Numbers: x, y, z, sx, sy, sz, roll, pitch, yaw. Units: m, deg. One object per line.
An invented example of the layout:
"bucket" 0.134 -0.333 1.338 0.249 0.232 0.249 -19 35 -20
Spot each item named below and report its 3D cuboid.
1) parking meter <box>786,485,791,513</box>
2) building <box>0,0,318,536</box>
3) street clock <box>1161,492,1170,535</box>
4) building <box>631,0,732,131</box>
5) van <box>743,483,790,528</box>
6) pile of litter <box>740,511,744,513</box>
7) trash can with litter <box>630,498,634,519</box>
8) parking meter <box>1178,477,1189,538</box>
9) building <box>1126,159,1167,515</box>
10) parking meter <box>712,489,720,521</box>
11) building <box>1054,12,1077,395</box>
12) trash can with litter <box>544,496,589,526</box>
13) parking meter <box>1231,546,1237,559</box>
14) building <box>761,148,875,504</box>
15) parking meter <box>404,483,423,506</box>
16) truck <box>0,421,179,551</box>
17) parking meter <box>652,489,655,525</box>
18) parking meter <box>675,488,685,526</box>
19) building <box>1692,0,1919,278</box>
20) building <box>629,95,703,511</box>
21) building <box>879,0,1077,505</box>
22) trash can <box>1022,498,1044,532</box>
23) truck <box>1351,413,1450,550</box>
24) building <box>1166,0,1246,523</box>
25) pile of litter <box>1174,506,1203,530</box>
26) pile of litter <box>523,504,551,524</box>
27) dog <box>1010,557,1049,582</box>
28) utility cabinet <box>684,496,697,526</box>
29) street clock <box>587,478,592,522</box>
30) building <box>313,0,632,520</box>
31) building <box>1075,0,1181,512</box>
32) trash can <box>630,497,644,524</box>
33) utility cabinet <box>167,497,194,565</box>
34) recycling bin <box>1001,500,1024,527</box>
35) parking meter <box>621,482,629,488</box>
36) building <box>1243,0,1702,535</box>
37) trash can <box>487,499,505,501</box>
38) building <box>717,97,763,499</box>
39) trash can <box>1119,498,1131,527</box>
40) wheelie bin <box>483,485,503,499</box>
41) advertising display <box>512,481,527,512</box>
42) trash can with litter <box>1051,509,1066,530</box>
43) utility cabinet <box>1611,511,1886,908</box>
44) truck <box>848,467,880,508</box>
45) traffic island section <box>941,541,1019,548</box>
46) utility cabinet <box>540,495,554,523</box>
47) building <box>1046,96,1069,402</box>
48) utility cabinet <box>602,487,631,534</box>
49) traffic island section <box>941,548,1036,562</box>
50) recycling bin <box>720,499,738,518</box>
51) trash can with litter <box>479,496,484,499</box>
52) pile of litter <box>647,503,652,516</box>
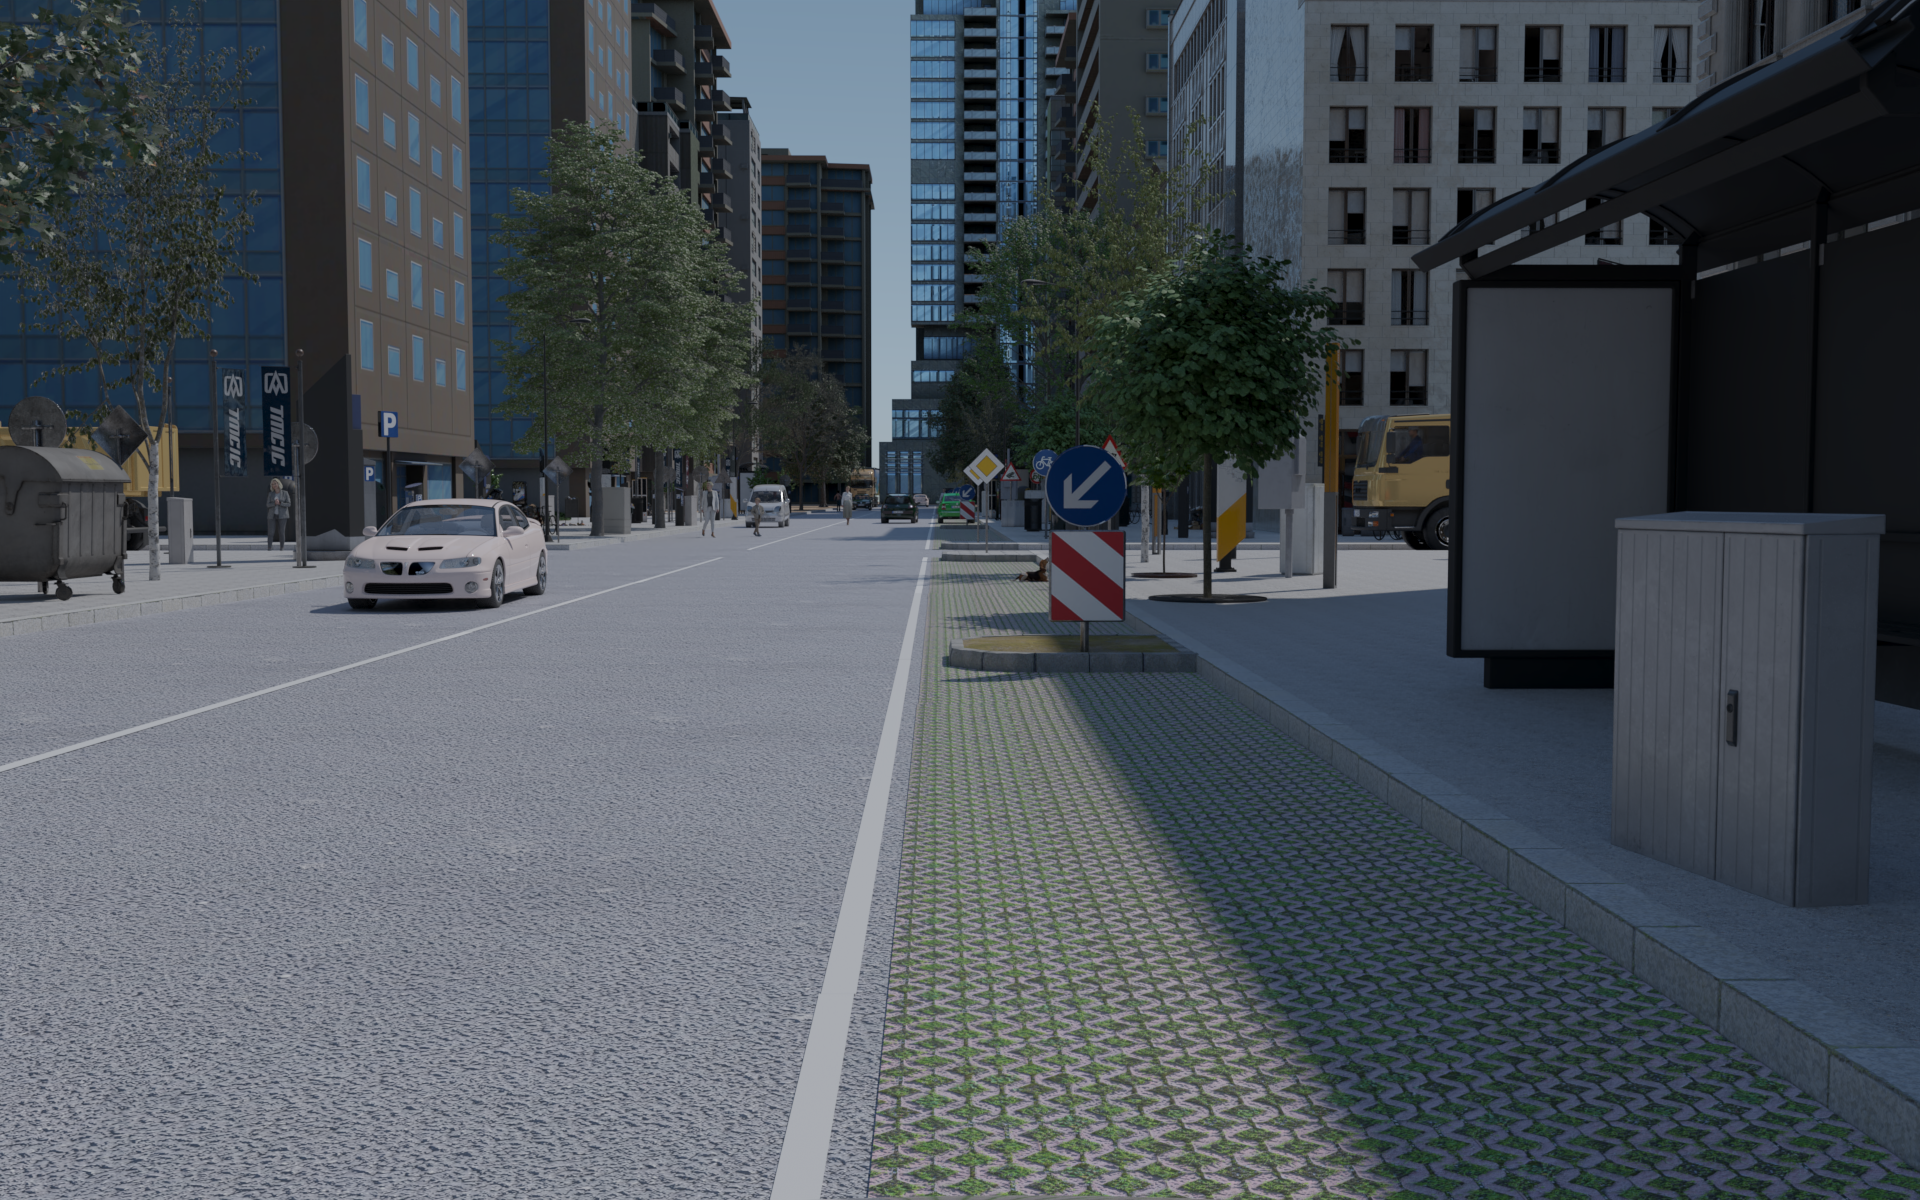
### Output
"parking meter" -11.411 -6.681 114.945 0.255 1.863 0.399 3 5 44
"building" -25.638 -24.996 58.792 14.600 45.320 14.200 0 4 -1
"street clock" 6.423 -3.044 54.342 0.358 2.002 0.471 0 4 -7
"building" -31.553 -30.275 149.625 22.147 44.769 28.867 0 4 -1
"van" -8.340 -4.165 75.108 2.013 2.044 4.112 0 4 -1
"pile of litter" -15.139 -6.475 119.824 1.176 0.858 1.719 1 4 22
"trash can with litter" -11.873 -2.981 60.122 1.055 1.170 0.624 -2 4 -26
"parking meter" 6.530 -2.746 50.603 0.255 1.863 0.399 1 4 19
"building" 17.374 -17.401 103.592 14.460 24.649 34.723 0 4 -1
"parking meter" -11.821 -4.618 83.918 0.372 1.533 0.369 0 3 0
"building" 20.045 -30.801 158.214 22.147 44.769 28.867 0 4 -1
"trash can with litter" -16.097 -3.609 70.058 2.233 1.210 1.678 0 4 -8
"parking meter" 5.291 -1.582 34.276 0.372 1.533 0.369 0 3 0
"building" -25.569 -34.702 222.005 28.867 44.769 22.147 0 4 -1
"parking meter" -11.943 -1.804 37.898 0.372 1.533 0.369 0 3 0
"truck" -24.002 -2.770 41.217 9.791 3.379 3.469 0 4 -1
"parking meter" -12.808 -3.950 73.000 0.372 1.533 0.369 0 3 0
"parking meter" -11.229 -3.728 69.371 0.372 1.533 0.369 0 3 0
"building" 17.082 -11.632 19.055 11.050 23.489 19.941 0 4 -1
"building" -27.092 -21.780 127.809 14.160 30.474 14.107 0 4 -1
"building" 5.411 -55.595 221.655 31.000 86.520 22.319 0 4 -1
"trash can" 2.497 -2.906 59.174 0.748 1.137 0.748 0 3 0
"truck" 13.747 -2.831 42.214 9.791 3.379 3.469 0 3 0
"building" 16.402 -15.797 76.297 12.078 24.808 19.932 0 4 -1
"pile of litter" 8.393 -2.973 62.578 1.176 0.858 1.719 -1 4 -13
"pile of litter" -18.382 -3.692 74.321 1.719 0.858 1.176 0 4 4
"dog" 1.209 -0.491 28.225 0.550 0.427 0.748 -3 5 -40
"utility cabinet" -10.927 -3.615 70.262 0.306 1.237 1.020 0 4 4
"street clock" -16.644 -4.515 78.395 0.358 2.002 0.471 -3 5 -42
"building" -26.953 -27.476 99.342 14.600 45.320 14.200 0 4 -1
"building" 20.326 -31.119 132.497 21.300 48.544 21.600 0 4 -1
"trash can" -14.154 -3.914 75.645 0.748 1.137 0.748 0 3 0
"utility cabinet" -14.400 -1.276 32.017 0.306 1.237 1.020 -1 4 -16
"recycling bin" 2.106 -3.381 67.834 0.722 1.027 0.722 3 5 44
"parking meter" -16.161 -4.751 83.393 0.399 1.863 0.255 0 4 -4
"building" 18.934 -12.484 58.860 16.860 20.320 10.420 0 4 -1
"trash can" -13.833 -2.420 51.227 0.748 1.137 0.748 0 3 0
"building" -27.961 -30.399 180.625 14.086 41.232 14.154 0 4 -1
"trash can" 6.362 -3.452 68.101 0.748 1.137 0.748 0 3 0
"wheelie bin" -16.428 -3.245 60.962 0.693 1.594 0.980 -1 4 -20
"advertising display" -22.070 -4.989 86.791 0.974 1.923 0.123 3 4 38
"trash can with litter" 3.523 -2.797 57.112 1.055 1.170 0.624 1 4 18
"utility cabinet" 2.610 0.325 5.851 0.306 1.237 1.020 -1 4 -11
"truck" -10.108 -11.946 184.226 2.839 4.237 11.283 0 4 1
"traffic island section" 0.500 -1.435 45.737 2.009 0.180 2.903 0 4 -1
"utility cabinet" -18.213 -3.991 76.412 0.306 1.237 1.020 0 4 6
"building" 16.004 -30.464 181.687 14.154 41.232 14.086 0 4 -1
"utility cabinet" -10.971 -2.831 54.961 1.173 1.500 0.318 2 4 34
"traffic island section" 0.602 -0.946 37.752 2.009 0.180 2.903 0 4 -1
"recycling bin" -12.209 -4.828 91.497 0.722 1.027 0.722 -3 4 -37
"trash can with litter" -19.255 -3.643 70.624 1.678 1.210 2.233 0 4 2
"pile of litter" -18.080 -5.344 101.335 1.176 0.858 1.719 0 4 -6
